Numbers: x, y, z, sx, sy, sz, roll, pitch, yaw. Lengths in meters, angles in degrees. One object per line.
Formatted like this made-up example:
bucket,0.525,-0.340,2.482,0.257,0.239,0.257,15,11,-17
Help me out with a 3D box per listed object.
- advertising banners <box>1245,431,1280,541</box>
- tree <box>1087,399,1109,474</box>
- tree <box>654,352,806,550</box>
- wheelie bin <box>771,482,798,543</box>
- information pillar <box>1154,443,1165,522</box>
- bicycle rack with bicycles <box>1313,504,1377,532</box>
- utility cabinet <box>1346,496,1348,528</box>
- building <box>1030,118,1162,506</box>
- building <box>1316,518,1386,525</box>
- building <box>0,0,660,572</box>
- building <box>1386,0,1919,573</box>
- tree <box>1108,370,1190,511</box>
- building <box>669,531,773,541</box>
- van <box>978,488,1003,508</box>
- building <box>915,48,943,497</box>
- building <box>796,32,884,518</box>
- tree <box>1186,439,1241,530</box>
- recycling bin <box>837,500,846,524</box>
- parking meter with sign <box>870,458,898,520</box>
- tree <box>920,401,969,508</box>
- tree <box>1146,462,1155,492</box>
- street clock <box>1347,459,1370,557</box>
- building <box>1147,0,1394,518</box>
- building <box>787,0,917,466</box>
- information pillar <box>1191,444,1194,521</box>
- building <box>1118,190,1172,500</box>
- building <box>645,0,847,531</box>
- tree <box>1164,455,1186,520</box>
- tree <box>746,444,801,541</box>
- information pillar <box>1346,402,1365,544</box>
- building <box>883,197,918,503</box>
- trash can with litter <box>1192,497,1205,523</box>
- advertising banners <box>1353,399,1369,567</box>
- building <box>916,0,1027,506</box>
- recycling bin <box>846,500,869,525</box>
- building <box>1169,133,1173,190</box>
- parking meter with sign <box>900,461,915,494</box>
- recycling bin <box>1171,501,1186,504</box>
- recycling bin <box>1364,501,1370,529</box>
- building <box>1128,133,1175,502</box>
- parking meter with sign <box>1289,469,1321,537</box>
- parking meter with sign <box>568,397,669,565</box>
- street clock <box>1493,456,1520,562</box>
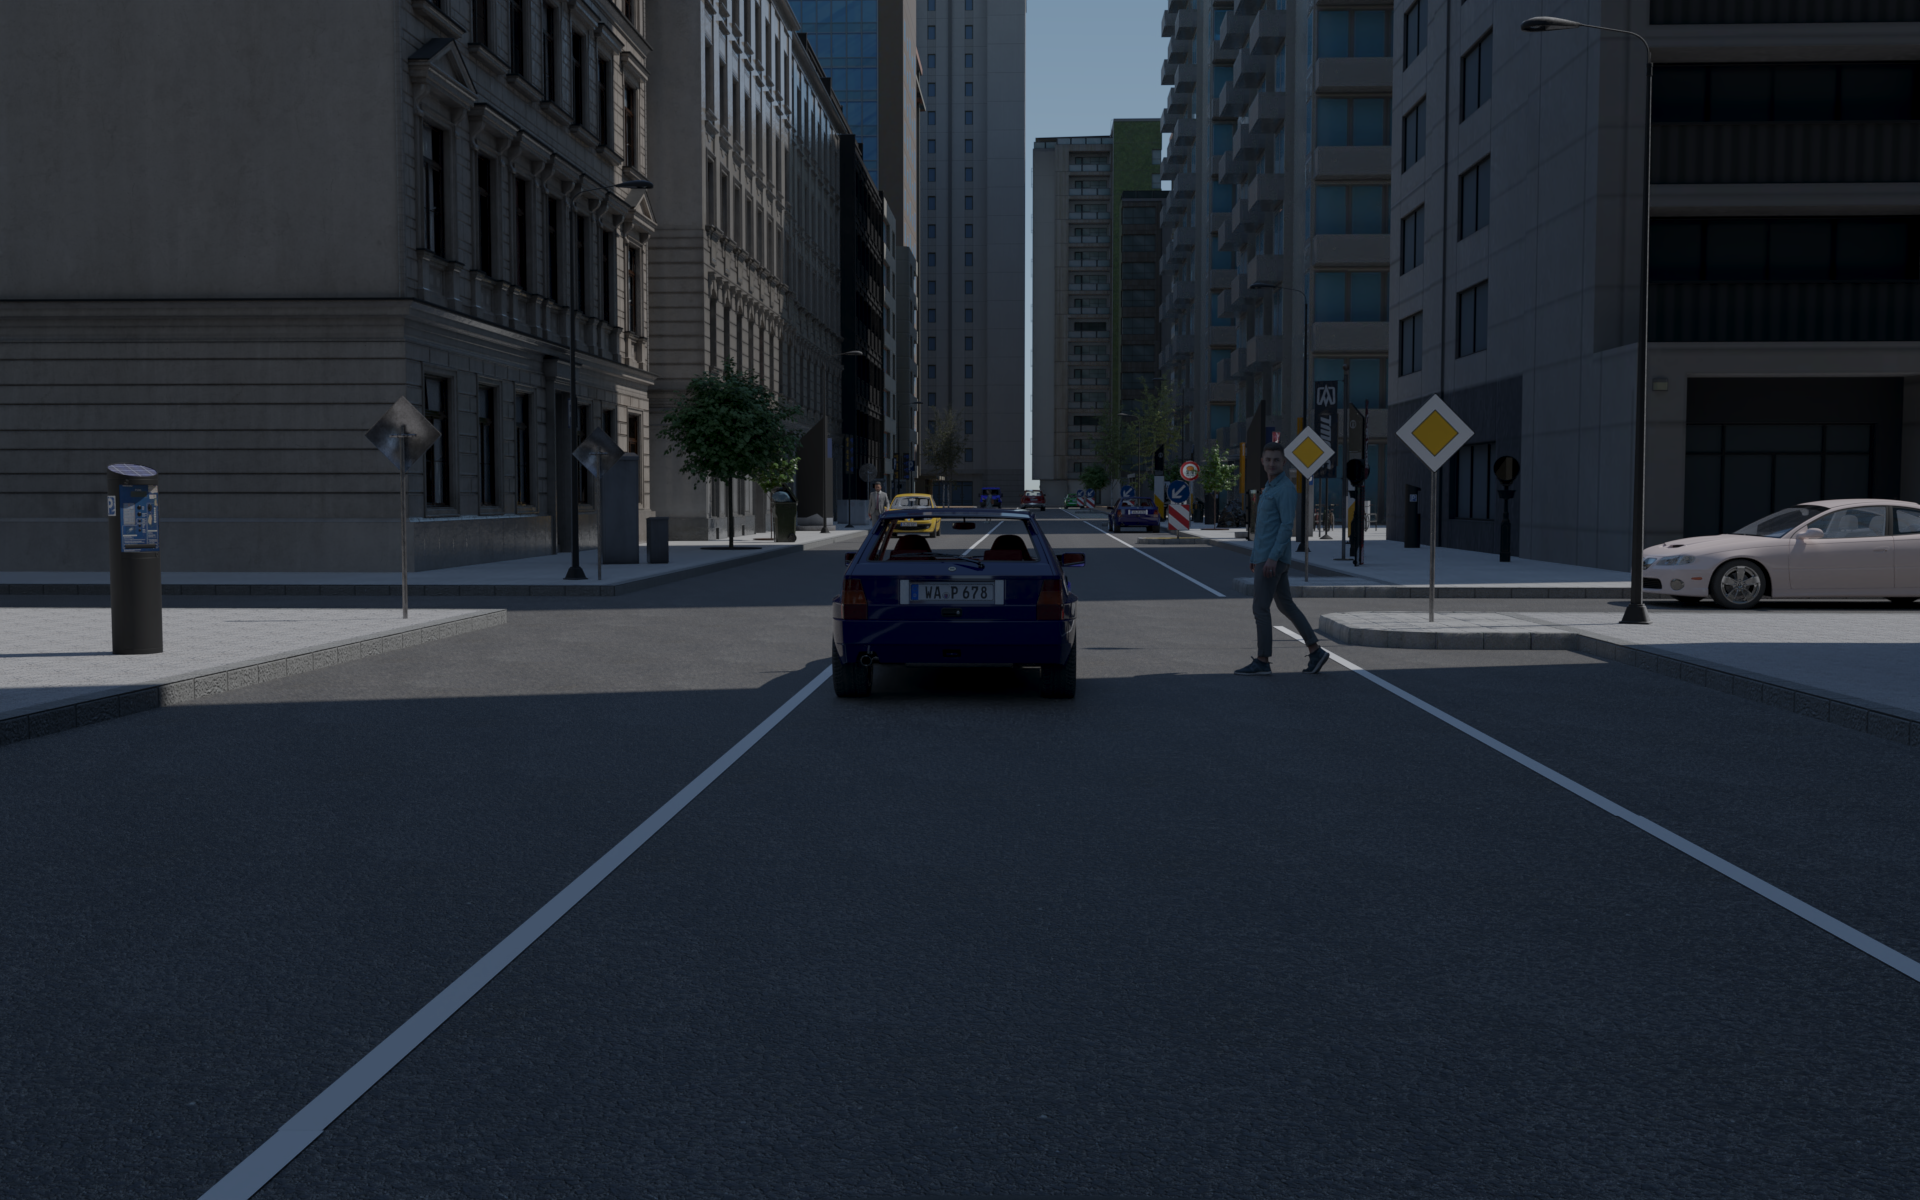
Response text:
advertising banners,8.405,-3.163,47.908,0.090,3.025,2.074,2,4,35
tree,11.747,-11.187,133.274,4.737,8.622,4.395,0,3,0
tree,-5.414,-3.465,40.362,4.285,4.588,4.351,0,3,0
wheelie bin,-4.676,-2.331,46.020,0.693,1.594,0.980,-1,4,-14
information pillar,9.174,-5.399,79.623,0.504,3.616,0.183,3,4,37
bicycle rack with bicycles,13.119,-2.833,59.696,2.852,0.926,2.925,2,4,26
utility cabinet,15.038,-3.393,66.631,0.306,1.237,1.020,2,4,25
building,14.889,-31.093,191.962,14.086,41.232,14.154,0,4,2
building,24.316,-28.282,82.016,23.786,49.044,30.456,0,4,2
building,-13.250,-10.544,37.025,10.561,19.102,19.286,0,4,2
building,21.647,-36.541,35.697,20.611,71.187,20.563,0,4,2
tree,11.660,-9.354,103.292,4.737,8.622,4.395,0,3,0
building,-11.163,-12.634,55.712,9.793,20.994,18.267,0,4,2
van,2.854,-9.465,159.131,2.240,2.365,5.245,0,4,2
building,-16.457,-31.156,164.020,28.867,44.769,22.147,0,4,2
building,-10.861,-16.030,91.771,12.332,23.373,15.834,0,4,2
tree,9.047,-4.077,61.267,1.663,3.219,1.824,0,3,0
recycling bin,-4.823,-3.817,74.959,0.722,1.027,0.722,3,5,44
parking meter with sign,-4.007,-5.378,84.199,1.738,3.016,0.543,1,4,9
tree,-1.286,-11.394,136.647,4.360,8.622,3.978,0,3,0
tree,10.504,-5.833,89.968,1.663,3.219,1.824,0,3,0
street clock,8.130,-1.892,35.509,0.471,2.002,0.358,3,5,41
building,25.575,-30.597,119.870,23.786,49.044,30.456,0,4,2
building,-10.807,-29.751,136.545,14.600,45.320,14.200,0,4,2
information pillar,10.959,-5.521,81.616,0.183,3.616,0.504,1,4,16
building,22.219,-24.166,166.810,14.160,30.474,14.107,0,4,2
building,-10.656,-13.752,74.003,9.793,20.994,18.267,0,4,2
tree,10.715,-5.524,84.923,1.663,3.219,1.824,0,3,0
tree,-5.132,-3.267,48.018,1.663,3.219,1.824,0,3,0
information pillar,10.086,-3.227,44.123,0.183,3.616,0.504,-2,4,-32
building,-17.601,-16.574,116.032,27.650,21.520,28.899,0,4,2
trash can with litter,10.873,-4.024,77.183,1.055,1.170,0.624,1,4,11
advertising banners,7.296,-2.155,31.429,0.090,3.025,2.074,1,4,19
building,-6.643,-39.995,195.915,28.212,58.520,21.231,0,4,2
recycling bin,-4.145,-3.588,71.210,0.722,1.027,0.722,1,4,10
building,36.551,-33.097,195.756,28.867,44.769,22.147,0,4,2
parking meter with sign,-3.201,-5.713,89.668,1.738,3.016,0.543,-2,4,-35
recycling bin,12.465,-5.297,99.167,0.722,1.027,0.722,-2,4,-31
recycling bin,14.691,-3.132,63.763,0.722,1.027,0.722,1,4,19
building,30.796,-27.843,147.116,32.217,40.220,23.993,0,4,2
parking meter with sign,10.271,-3.411,52.037,0.543,3.016,1.738,-2,4,-29
parking meter with sign,-6.240,-2.168,31.713,1.738,3.016,0.543,-1,4,-22
street clock,10.311,-1.721,32.705,0.471,2.002,0.358,1,4,22
